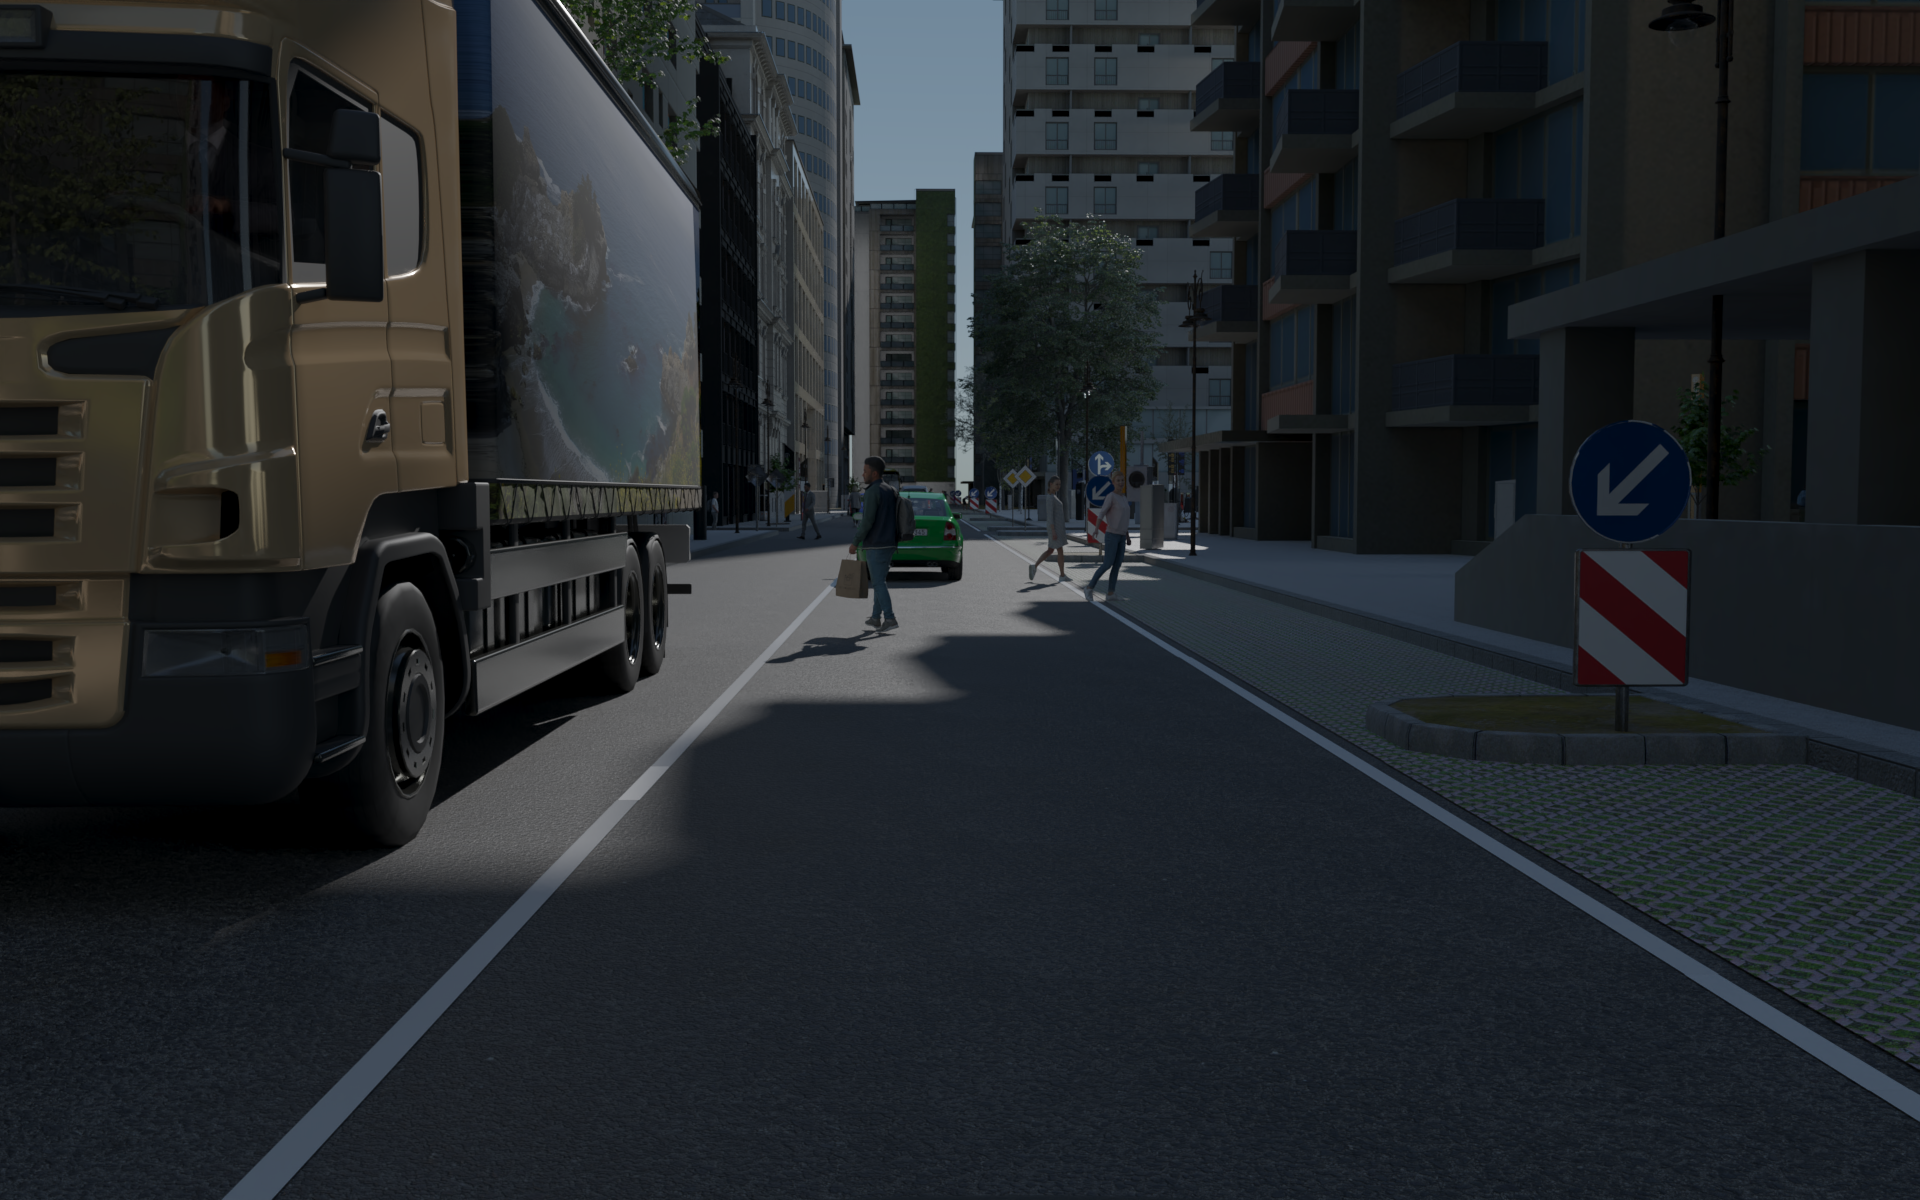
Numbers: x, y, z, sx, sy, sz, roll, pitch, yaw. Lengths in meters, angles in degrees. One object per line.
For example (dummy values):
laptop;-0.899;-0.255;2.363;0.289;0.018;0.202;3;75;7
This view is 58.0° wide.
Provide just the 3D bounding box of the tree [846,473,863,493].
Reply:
tree;-10.091;-10.318;163.300;1.663;3.219;1.824;0;3;0

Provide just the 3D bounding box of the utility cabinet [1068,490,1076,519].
utility cabinet;5.890;-4.912;88.998;0.318;1.500;1.173;2;4;32

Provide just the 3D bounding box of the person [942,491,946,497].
person;-1.621;-9.425;163.046;0.568;1.767;0.683;-1;4;-19

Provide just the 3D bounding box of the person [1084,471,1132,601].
person;1.923;-0.850;23.065;0.598;1.740;0.731;2;4;25

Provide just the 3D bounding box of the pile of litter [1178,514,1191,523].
pile of litter;9.447;-3.878;77.363;1.719;0.858;1.176;2;4;35

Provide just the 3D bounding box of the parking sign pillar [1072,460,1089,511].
parking sign pillar;9.080;-8.704;130.786;1.447;3.967;1.447;0;4;0

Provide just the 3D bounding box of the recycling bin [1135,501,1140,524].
recycling bin;7.866;-3.726;73.476;0.722;1.027;0.722;-1;4;-13

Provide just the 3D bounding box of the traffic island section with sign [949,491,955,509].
traffic island section with sign;-0.296;-9.852;169.701;1.989;1.847;2.006;0;4;-1

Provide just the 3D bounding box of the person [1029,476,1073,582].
person;1.503;-1.164;28.274;0.760;1.731;0.466;-2;4;-26

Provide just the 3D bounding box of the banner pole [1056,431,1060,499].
banner pole;3.844;-4.793;68.379;0.401;3.779;0.863;1;4;12

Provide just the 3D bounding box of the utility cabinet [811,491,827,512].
utility cabinet;-9.640;-6.744;118.941;1.173;1.500;0.318;0;4;2

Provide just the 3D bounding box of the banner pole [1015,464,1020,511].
banner pole;4.310;-8.544;129.718;0.401;3.779;0.863;-2;4;-28

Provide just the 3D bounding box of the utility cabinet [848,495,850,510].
utility cabinet;-9.103;-7.995;141.884;0.306;1.237;1.020;1;4;15

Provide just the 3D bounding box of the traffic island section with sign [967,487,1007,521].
traffic island section with sign;1.515;-5.136;92.596;1.989;1.847;2.006;0;4;-1

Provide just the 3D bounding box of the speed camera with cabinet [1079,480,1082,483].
speed camera with cabinet;7.756;-7.467;116.422;2.038;3.252;0.660;-1;4;-21

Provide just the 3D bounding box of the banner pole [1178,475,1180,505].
banner pole;13.773;-7.265;108.802;0.401;3.779;0.863;1;4;17

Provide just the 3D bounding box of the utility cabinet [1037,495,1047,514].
utility cabinet;5.334;-6.021;109.609;0.306;1.237;1.020;-3;5;-41

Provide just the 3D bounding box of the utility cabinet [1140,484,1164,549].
utility cabinet;4.454;-1.931;40.254;0.318;1.500;1.173;1;4;20

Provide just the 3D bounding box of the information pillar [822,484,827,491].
information pillar;-10.070;-7.613;128.968;0.304;2.012;0.304;2;4;31

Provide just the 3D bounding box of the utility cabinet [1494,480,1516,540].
utility cabinet;8.488;-1.122;27.028;0.318;1.500;1.173;1;4;18

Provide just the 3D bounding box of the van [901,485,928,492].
van;-2.260;-4.828;85.956;2.013;2.044;4.112;0;4;-1

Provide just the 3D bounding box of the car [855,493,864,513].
car;-5.239;-5.545;100.254;1.945;1.707;3.694;0;4;-3

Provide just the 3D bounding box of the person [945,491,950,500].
person;-1.778;-12.698;216.092;1.348;1.826;0.705;1;4;19

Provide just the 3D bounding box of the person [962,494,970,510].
person;0.589;-8.761;154.929;0.799;1.438;0.628;0;4;1

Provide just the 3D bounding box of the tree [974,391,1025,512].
tree;3.105;-10.577;123.289;4.737;8.622;4.395;0;3;0

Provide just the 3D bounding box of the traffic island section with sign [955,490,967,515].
traffic island section with sign;0.855;-6.824;120.208;1.989;1.847;2.006;0;4;-1

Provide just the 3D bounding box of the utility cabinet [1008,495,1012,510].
utility cabinet;4.051;-7.962;141.343;0.306;1.237;1.020;0;4;0

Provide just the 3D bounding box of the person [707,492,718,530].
person;-8.811;-3.127;62.221;0.523;1.515;0.503;-3;4;-38

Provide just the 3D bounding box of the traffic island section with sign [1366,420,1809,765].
traffic island section with sign;3.463;-0.087;10.044;1.989;1.847;2.006;0;4;-1

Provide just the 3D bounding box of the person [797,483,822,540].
person;-4.739;-2.798;54.526;0.850;1.792;0.678;-3;4;-38

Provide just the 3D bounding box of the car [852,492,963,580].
car;-0.909;-1.311;30.230;1.959;1.807;4.718;0;4;-3

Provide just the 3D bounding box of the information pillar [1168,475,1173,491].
information pillar;17.294;-9.238;142.391;0.183;3.616;0.504;3;5;41

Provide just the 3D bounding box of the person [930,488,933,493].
person;-1.957;-6.648;117.224;0.581;1.822;0.654;0;4;7

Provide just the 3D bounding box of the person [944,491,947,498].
person;-1.944;-12.268;209.086;0.705;1.823;1.348;2;4;33

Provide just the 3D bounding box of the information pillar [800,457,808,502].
information pillar;-9.945;-7.295;110.627;0.504;3.616;0.183;-1;4;-20

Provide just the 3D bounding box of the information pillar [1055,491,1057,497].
information pillar;4.969;-5.207;89.627;0.304;2.012;0.304;3;5;44

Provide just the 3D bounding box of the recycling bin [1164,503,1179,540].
recycling bin;5.797;-2.227;48.963;0.722;1.027;0.722;1;4;10

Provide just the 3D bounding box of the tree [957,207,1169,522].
tree;4.767;-10.492;78.196;9.857;13.997;8.962;0;3;0

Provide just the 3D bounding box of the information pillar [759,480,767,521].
information pillar;-9.371;-4.779;82.631;0.304;2.012;0.304;2;4;27

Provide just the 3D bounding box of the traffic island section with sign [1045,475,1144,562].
traffic island section with sign;2.828;-1.735;36.991;1.989;1.847;2.006;0;4;-1

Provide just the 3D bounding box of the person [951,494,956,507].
person;-0.572;-10.879;189.589;0.991;1.433;0.599;1;4;21

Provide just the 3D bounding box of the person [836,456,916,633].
person;-0.885;-0.577;17.920;0.794;1.824;0.713;-3;5;-44

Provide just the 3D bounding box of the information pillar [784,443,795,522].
information pillar;-7.868;-5.405;79.723;0.504;3.616;0.183;-1;4;-9

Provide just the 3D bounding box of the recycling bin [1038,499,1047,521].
recycling bin;4.113;-4.285;82.614;0.722;1.027;0.722;1;4;11

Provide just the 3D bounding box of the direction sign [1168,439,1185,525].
direction sign;8.949;-4.875;71.702;0.876;3.537;0.379;-2;4;-33

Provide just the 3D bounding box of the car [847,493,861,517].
car;-6.153;-6.266;111.481;2.155;1.783;4.494;0;4;-1

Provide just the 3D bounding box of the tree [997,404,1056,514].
tree;4.011;-9.849;111.392;4.360;8.622;3.978;0;3;0

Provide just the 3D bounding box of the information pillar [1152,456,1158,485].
information pillar;12.122;-7.110;107.609;0.183;3.616;0.504;-3;4;-37

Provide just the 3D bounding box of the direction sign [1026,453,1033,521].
direction sign;3.337;-5.616;83.822;0.379;3.537;0.876;1;4;18

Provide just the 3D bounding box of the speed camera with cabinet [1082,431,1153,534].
speed camera with cabinet;5.006;-3.677;54.462;2.038;3.252;0.660;2;4;26

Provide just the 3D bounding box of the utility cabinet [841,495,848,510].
utility cabinet;-9.488;-7.919;140.642;0.306;1.237;1.020;0;4;-1

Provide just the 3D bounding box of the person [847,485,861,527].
person;-4.593;-4.037;74.694;0.709;1.800;0.728;-1;4;-8
